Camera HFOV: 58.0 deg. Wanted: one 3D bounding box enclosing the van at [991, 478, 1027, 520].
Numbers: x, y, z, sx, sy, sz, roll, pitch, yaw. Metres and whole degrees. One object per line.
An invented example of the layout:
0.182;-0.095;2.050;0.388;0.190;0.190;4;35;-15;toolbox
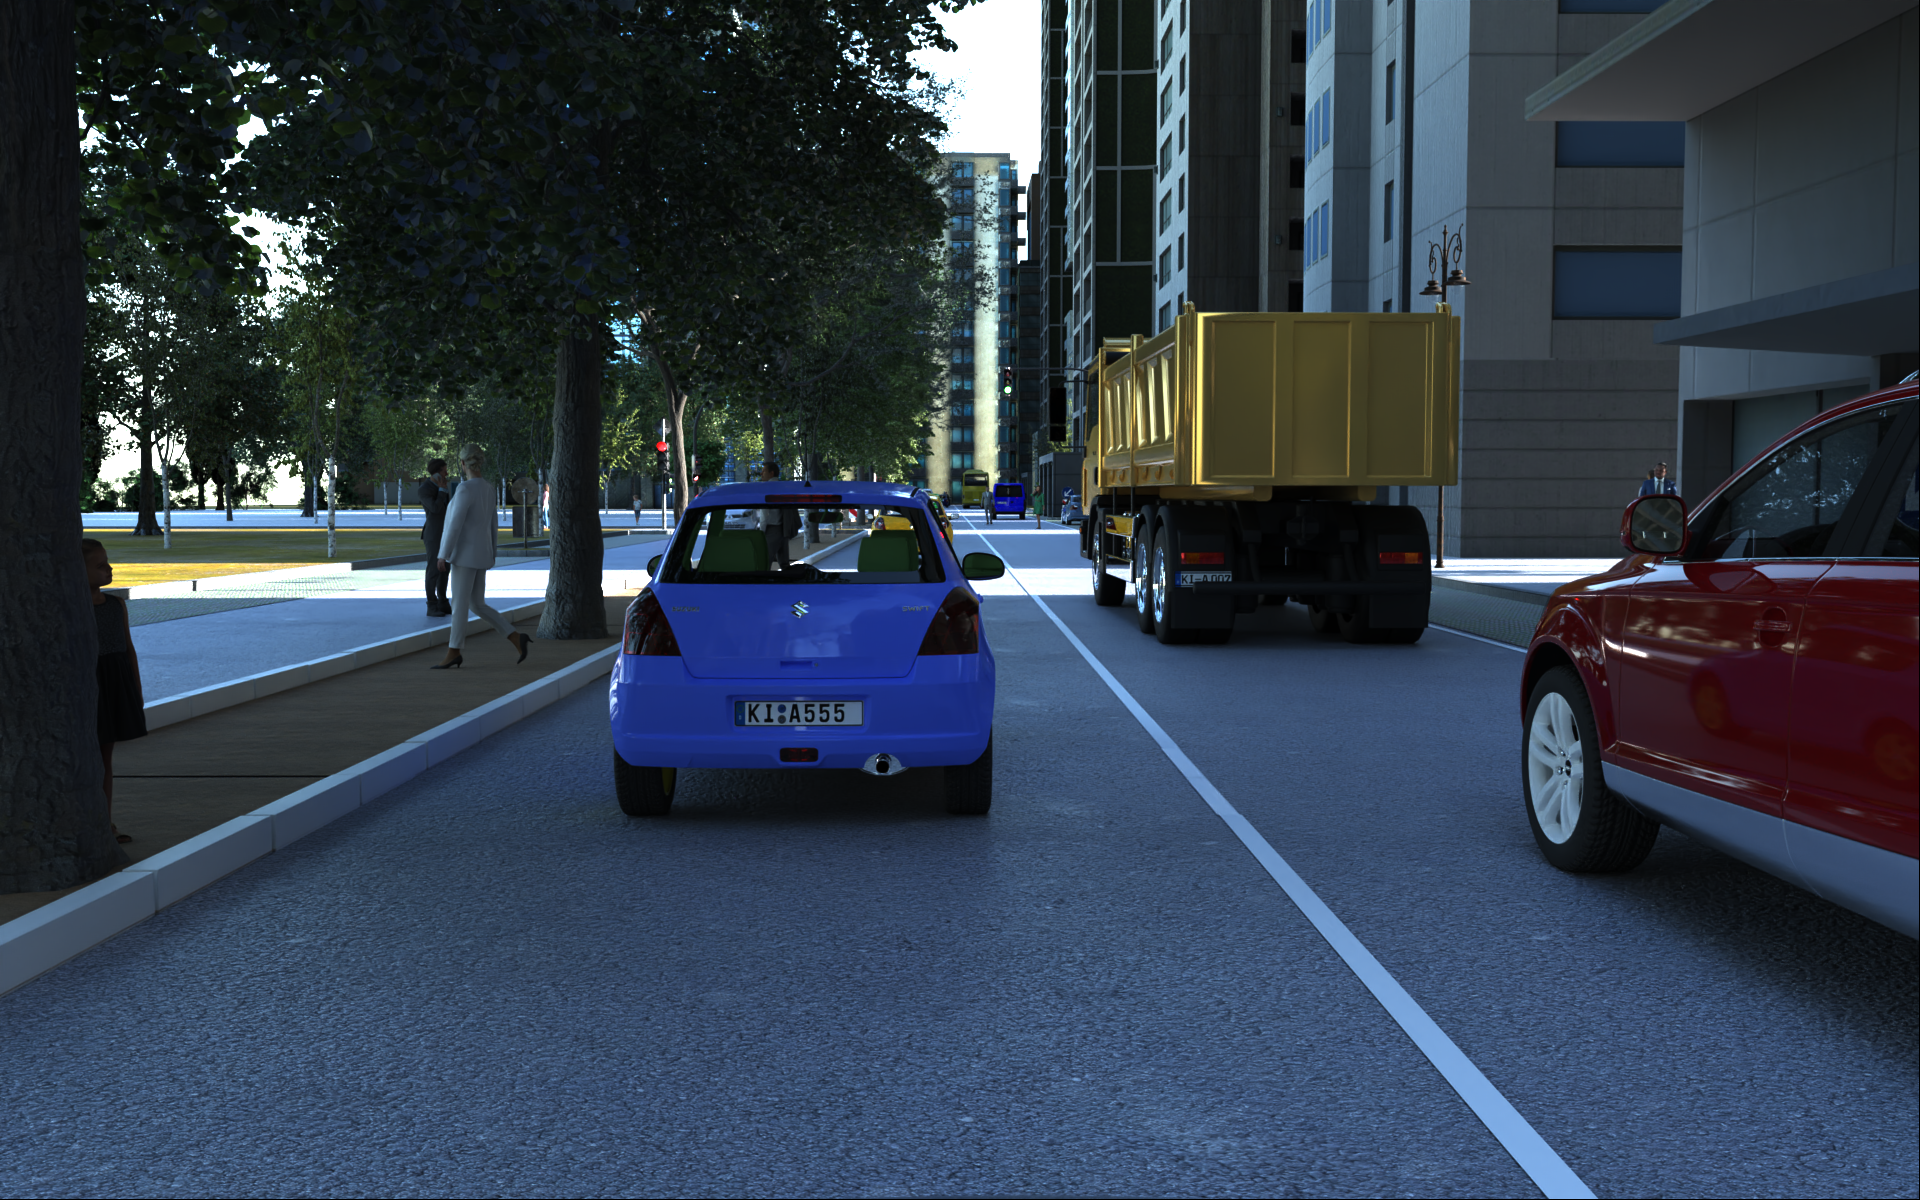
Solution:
2.752;-5.781;98.899;2.240;2.365;5.245;0;4;1;van

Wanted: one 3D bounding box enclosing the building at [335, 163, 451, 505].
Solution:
-67.607;-34.469;213.684;14.200;45.320;14.600;0;4;-1;building

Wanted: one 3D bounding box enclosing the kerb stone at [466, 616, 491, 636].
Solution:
-5.004;0.277;17.664;0.120;0.150;1.000;0;4;-1;kerb stone

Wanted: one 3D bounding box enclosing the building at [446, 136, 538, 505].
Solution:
-49.527;-35.863;210.065;21.600;48.544;21.300;0;4;-1;building

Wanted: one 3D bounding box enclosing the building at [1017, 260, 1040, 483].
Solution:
14.053;-27.075;214.379;14.160;30.474;14.107;0;4;-1;building

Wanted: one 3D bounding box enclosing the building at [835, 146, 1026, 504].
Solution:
-6.289;-37.955;240.168;30.456;49.044;23.786;0;4;-1;building

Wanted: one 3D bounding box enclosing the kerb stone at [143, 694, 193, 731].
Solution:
-4.938;0.716;10.488;0.120;0.150;1.000;0;4;-1;kerb stone

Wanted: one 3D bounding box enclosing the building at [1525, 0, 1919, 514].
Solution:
21.603;-25.829;11.541;28.713;52.752;27.495;0;4;-1;building

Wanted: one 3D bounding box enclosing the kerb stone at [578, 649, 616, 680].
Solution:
-2.871;0.527;13.580;0.120;0.150;1.000;0;4;-1;kerb stone

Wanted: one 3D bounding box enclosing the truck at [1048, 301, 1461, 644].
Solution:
3.040;-1.484;20.184;3.469;3.379;9.791;0;4;-2;truck

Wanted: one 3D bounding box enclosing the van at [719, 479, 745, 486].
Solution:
-7.611;-3.181;59.024;2.013;2.044;4.112;0;4;-1;van

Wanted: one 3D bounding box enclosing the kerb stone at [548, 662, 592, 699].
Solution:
-2.853;0.589;12.558;0.120;0.150;1.000;0;4;-1;kerb stone

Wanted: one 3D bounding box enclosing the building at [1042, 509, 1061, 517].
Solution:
15.567;-40.672;103.244;20.563;71.187;20.611;0;4;-1;building

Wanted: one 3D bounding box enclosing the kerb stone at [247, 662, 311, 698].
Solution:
-4.959;0.591;12.534;0.120;0.150;1.000;0;4;-1;kerb stone

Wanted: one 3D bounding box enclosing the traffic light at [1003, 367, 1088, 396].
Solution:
3.927;-5.360;62.303;4.771;5.953;1.251;0;4;-1;traffic light

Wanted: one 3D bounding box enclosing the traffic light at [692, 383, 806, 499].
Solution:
-8.626;-5.851;70.332;4.771;5.953;1.251;0;4;-1;traffic light

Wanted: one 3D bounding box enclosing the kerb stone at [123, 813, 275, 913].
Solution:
-2.803;0.965;6.413;0.120;0.150;1.000;0;4;-1;kerb stone

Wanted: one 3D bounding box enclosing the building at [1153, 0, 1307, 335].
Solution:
16.437;-18.679;77.103;14.107;30.474;14.160;0;4;-1;building

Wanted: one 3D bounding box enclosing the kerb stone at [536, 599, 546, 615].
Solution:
-5.031;0.089;20.736;0.120;0.150;1.000;0;4;-1;kerb stone

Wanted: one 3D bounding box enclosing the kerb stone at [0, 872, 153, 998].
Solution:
-2.791;1.028;5.381;0.120;0.150;1.000;0;4;-1;kerb stone

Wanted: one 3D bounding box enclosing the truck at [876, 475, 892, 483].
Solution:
-8.624;-12.320;190.342;2.839;4.237;11.283;0;4;-3;truck

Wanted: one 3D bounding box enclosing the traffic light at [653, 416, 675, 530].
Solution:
-10.643;-4.488;62.293;0.839;4.253;0.868;0;4;-1;traffic light

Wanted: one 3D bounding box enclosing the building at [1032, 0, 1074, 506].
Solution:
19.125;-52.413;169.629;22.319;86.520;31.000;0;4;-1;building

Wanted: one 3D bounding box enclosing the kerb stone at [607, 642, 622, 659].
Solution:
-2.877;0.464;14.602;0.120;0.150;1.000;0;4;-1;kerb stone

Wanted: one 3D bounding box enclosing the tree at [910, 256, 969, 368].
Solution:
-6.010;-16.390;126.320;12.611;20.169;13.585;0;3;0;tree

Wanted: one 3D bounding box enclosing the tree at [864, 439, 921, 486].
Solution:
-4.631;-10.040;116.968;4.737;8.622;4.395;0;3;0;tree

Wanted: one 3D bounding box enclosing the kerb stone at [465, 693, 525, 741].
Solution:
-2.837;0.714;10.514;0.120;0.150;1.000;0;4;-1;kerb stone

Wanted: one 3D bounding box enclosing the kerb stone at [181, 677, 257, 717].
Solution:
-4.952;0.653;11.512;0.120;0.150;1.000;0;4;-1;kerb stone

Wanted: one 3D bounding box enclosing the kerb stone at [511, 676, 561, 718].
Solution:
-2.847;0.652;11.535;0.120;0.150;1.000;0;4;-1;kerb stone

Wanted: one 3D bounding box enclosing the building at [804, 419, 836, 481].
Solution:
-26.677;-31.365;204.706;23.993;40.220;32.217;0;4;-1;building

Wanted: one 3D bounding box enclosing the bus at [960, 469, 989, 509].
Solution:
1.482;-11.088;172.835;2.896;3.916;12.252;0;4;-1;bus

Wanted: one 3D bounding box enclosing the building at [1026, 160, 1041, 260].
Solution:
16.439;-35.796;235.370;14.200;45.320;14.600;0;4;-1;building

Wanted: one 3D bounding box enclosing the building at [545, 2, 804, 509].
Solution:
-25.324;-51.797;159.559;22.319;86.520;31.000;0;4;-1;building

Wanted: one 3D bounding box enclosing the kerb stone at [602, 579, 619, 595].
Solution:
-5.075;-0.161;24.831;0.120;0.150;1.000;0;4;-1;kerb stone

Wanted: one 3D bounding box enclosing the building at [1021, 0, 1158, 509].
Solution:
17.668;-46.336;195.842;20.563;71.187;20.611;0;4;-1;building

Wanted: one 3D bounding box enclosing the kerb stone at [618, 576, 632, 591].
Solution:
-5.081;-0.224;25.854;0.120;0.150;1.000;0;4;-1;kerb stone

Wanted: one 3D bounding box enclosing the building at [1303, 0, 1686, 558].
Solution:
20.428;-30.896;47.142;21.231;58.520;28.212;0;4;-1;building

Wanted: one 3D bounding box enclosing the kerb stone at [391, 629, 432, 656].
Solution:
-4.992;0.402;15.620;0.120;0.150;1.000;0;4;-1;kerb stone

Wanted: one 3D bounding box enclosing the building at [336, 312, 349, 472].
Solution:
-76.868;-28.398;236.001;14.107;30.474;14.160;0;4;-1;building

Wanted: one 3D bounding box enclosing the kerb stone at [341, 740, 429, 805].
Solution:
-2.816;0.844;8.460;0.120;0.150;1.000;0;4;-1;kerb stone

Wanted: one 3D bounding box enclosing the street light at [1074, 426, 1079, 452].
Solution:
7.663;-8.553;112.633;0.468;5.910;1.993;0;4;-1;street light

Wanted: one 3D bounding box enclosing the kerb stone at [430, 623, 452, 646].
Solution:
-4.995;0.340;16.642;0.120;0.150;1.000;0;4;-1;kerb stone

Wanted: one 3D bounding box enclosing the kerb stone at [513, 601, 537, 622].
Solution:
-5.017;0.152;19.713;0.120;0.150;1.000;0;4;-1;kerb stone

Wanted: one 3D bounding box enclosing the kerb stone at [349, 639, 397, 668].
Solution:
-4.982;0.465;14.594;0.120;0.150;1.000;0;4;-1;kerb stone

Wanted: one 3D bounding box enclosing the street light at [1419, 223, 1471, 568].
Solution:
8.330;-3.493;29.901;0.468;5.910;1.993;0;4;-1;street light

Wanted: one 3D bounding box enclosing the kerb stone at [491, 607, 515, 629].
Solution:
-5.016;0.215;18.691;0.120;0.150;1.000;0;4;-1;kerb stone

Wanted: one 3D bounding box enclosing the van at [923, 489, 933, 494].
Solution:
-2.886;-8.137;140.058;2.013;2.044;4.112;0;4;-1;van

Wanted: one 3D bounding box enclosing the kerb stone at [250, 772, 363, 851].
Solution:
-2.806;0.904;7.438;0.120;0.150;1.000;0;4;-1;kerb stone

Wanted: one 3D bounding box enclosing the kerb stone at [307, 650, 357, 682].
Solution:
-4.970;0.535;13.563;0.120;0.150;1.000;0;4;-1;kerb stone

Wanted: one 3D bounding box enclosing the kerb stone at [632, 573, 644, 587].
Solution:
-5.085;-0.284;26.876;0.120;0.150;1.000;0;4;-1;kerb stone

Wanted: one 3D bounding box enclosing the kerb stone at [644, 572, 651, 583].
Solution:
-5.100;-0.349;27.898;0.120;0.150;1.000;0;4;-1;kerb stone

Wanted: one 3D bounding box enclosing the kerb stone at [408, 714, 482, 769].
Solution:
-2.826;0.777;9.489;0.120;0.150;1.000;0;4;-1;kerb stone
